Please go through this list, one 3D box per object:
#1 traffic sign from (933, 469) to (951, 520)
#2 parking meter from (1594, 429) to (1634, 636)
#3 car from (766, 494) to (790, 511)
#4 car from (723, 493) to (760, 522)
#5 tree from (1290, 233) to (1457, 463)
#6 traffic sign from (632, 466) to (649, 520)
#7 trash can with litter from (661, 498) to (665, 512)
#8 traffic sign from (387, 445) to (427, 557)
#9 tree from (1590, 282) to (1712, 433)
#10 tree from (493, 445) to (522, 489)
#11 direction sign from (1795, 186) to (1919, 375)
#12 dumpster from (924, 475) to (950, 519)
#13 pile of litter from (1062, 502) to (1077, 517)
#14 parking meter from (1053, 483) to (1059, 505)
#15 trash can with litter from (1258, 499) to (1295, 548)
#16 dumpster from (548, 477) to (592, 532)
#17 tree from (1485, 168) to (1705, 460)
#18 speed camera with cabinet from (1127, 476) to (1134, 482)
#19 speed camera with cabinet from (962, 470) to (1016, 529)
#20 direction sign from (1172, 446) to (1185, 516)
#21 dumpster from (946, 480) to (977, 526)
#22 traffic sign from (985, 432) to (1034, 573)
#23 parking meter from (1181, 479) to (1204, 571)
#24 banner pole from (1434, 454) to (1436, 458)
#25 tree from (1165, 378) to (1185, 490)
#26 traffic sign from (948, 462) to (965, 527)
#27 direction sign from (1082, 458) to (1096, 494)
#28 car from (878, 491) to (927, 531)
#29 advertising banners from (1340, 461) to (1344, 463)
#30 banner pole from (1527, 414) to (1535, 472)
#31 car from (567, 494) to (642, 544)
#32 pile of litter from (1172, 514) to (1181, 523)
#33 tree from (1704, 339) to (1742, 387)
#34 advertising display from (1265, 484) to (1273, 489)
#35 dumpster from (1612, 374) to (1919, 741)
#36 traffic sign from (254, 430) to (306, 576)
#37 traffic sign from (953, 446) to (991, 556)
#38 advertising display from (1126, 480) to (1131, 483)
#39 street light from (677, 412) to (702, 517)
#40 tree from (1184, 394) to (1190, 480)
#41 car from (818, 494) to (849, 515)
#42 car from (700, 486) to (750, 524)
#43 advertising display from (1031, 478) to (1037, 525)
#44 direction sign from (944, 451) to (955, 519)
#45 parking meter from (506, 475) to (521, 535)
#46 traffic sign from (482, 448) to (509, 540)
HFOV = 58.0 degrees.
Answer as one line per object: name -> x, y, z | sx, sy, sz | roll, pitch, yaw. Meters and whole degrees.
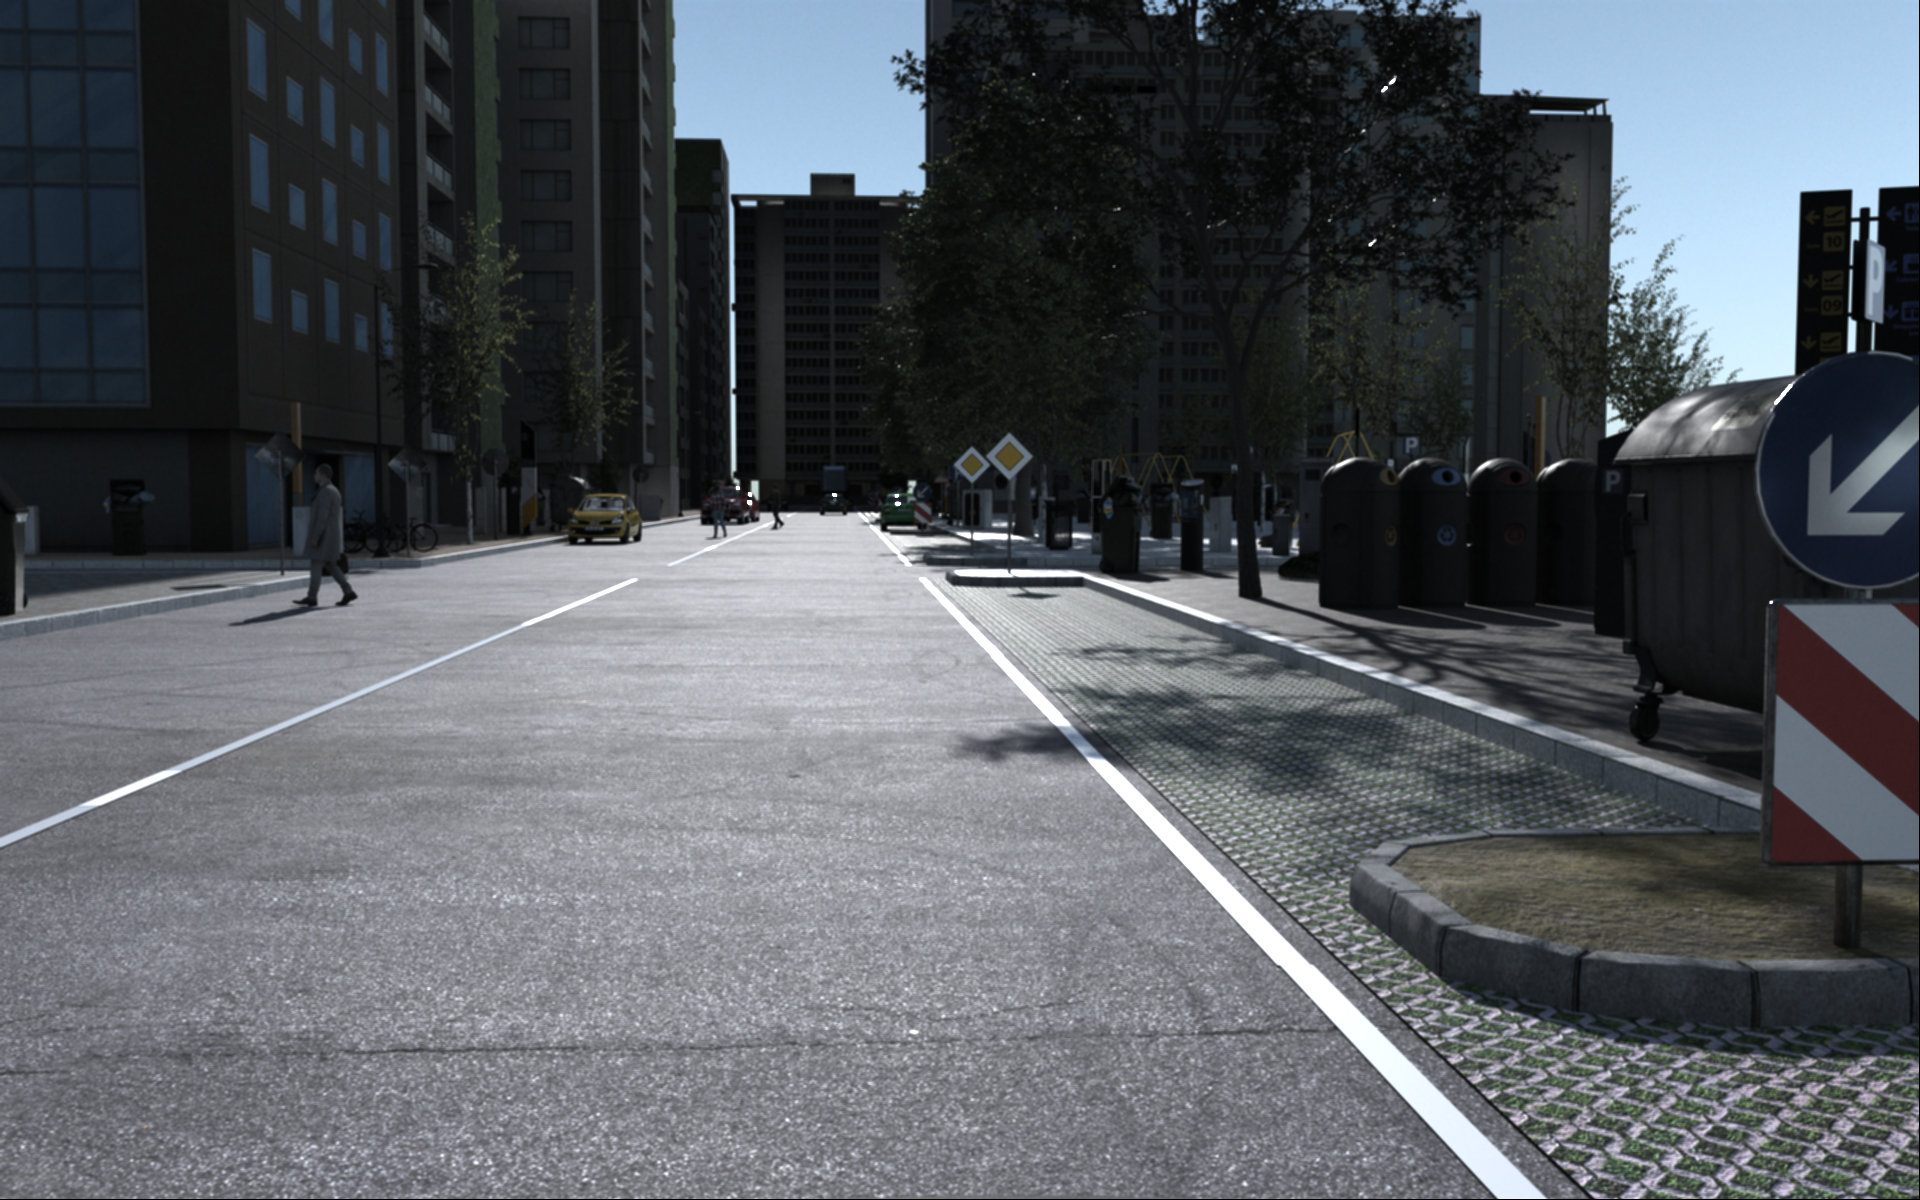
traffic sign -> -0.899, -5.188, 84.829 | 0.884, 2.594, 0.081 | 0, 4, 1
parking meter -> 5.998, -0.614, 15.754 | 0.255, 1.863, 0.399 | -2, 4, -31
car -> -15.581, -8.457, 148.050 | 2.009, 1.686, 4.222 | 0, 4, -6
car -> -11.449, -4.964, 90.199 | 2.155, 1.783, 4.494 | 0, 4, -2
tree -> 11.361, -6.001, 48.477 | 4.360, 8.622, 3.978 | 0, 3, 0
traffic sign -> -14.612, -4.843, 79.282 | 0.768, 2.556, 0.104 | 0, 4, -1
trash can with litter -> -15.021, -4.547, 85.732 | 0.624, 1.170, 1.055 | 0, 4, 2
traffic sign -> -11.221, -1.930, 35.200 | 0.795, 2.450, 0.064 | 0, 4, -4
tree -> 24.110, -6.772, 61.084 | 4.737, 8.622, 4.395 | 0, 3, 0
tree -> -17.466, -4.504, 68.248 | 1.663, 3.219, 1.824 | 0, 3, 0
direction sign -> 6.715, -1.281, 12.949 | 0.876, 3.537, 0.379 | 1, 4, 18
dumpster -> -1.262, -5.278, 88.790 | 1.502, 2.255, 1.985 | 0, 4, -4
pile of litter -> 6.233, -5.243, 99.681 | 1.176, 0.858, 1.719 | 1, 4, 18
parking meter -> 5.148, -5.353, 93.239 | 0.255, 1.863, 0.399 | -1, 4, -8
trash can with litter -> 7.525, -1.837, 41.427 | 0.624, 1.170, 1.055 | -2, 4, -30
dumpster -> -13.339, -3.268, 59.188 | 1.264, 1.857, 1.865 | 0, 4, -4
tree -> 14.308, -5.483, 40.003 | 4.360, 8.622, 3.978 | 0, 3, 0
speed camera with cabinet -> 7.970, -5.788, 88.965 | 2.038, 3.252, 0.660 | -2, 4, -33
speed camera with cabinet -> 1.071, -4.208, 63.141 | 2.038, 3.252, 0.660 | 2, 4, 34
direction sign -> 10.421, -5.540, 82.578 | 0.379, 3.537, 0.876 | -2, 4, -33
dumpster -> 0.098, -3.982, 70.860 | 1.264, 1.857, 1.865 | 0, 4, -4
traffic sign -> 0.795, -1.490, 27.998 | 0.795, 2.450, 0.064 | 0, 4, -4
parking meter -> 3.901, -1.265, 29.089 | 0.372, 1.533, 0.369 | 0, 3, 0
banner pole -> 29.473, -7.242, 108.423 | 0.863, 3.779, 0.401 | 2, 4, 26
tree -> 13.785, -9.449, 104.848 | 4.737, 8.622, 4.395 | 0, 3, 0
traffic sign -> -0.082, -4.146, 67.895 | 0.768, 2.556, 0.104 | 0, 4, 5
direction sign -> 8.027, -7.068, 107.565 | 0.876, 3.537, 0.379 | 1, 4, 18
car -> -2.256, -3.646, 68.405 | 1.959, 1.807, 4.718 | 0, 4, -3
advertising banners -> 20.375, -5.772, 90.568 | 0.090, 3.025, 2.074 | -1, 4, -18
banner pole -> 18.000, -3.931, 54.291 | 0.401, 3.779, 0.863 | -2, 4, -31
car -> -10.495, -2.508, 51.235 | 2.015, 1.641, 3.980 | 0, 4, -2
pile of litter -> 9.541, -3.929, 78.211 | 1.719, 0.858, 1.176 | 0, 4, 1
tree -> 27.484, -7.123, 66.825 | 4.360, 8.622, 3.978 | 0, 3, 0
advertising display -> 19.605, -6.489, 111.308 | 0.974, 1.923, 0.123 | 0, 4, -8
dumpster -> 4.111, -0.155, 8.288 | 1.264, 1.857, 1.865 | 0, 4, -4
traffic sign -> -10.674, -1.443, 27.233 | 0.795, 2.450, 0.064 | 0, 4, -4
traffic sign -> 0.247, -1.977, 35.964 | 0.795, 2.450, 0.064 | 0, 4, -4
advertising display -> 7.625, -4.538, 79.402 | 0.123, 1.923, 0.974 | -1, 4, -18
street light -> -15.359, -7.701, 98.455 | 1.470, 5.913, 1.316 | 0, 4, -4
tree -> 15.175, -8.701, 92.623 | 4.737, 8.622, 4.395 | 0, 3, 0
car -> -8.757, -6.619, 120.024 | 2.131, 1.459, 4.920 | 0, 4, -3
car -> -11.307, -4.582, 83.596 | 2.281, 1.827, 5.304 | 0, 4, -2
advertising display -> 2.731, -4.018, 70.914 | 0.974, 1.923, 0.123 | -3, 4, -36
direction sign -> -0.551, -6.019, 90.403 | 0.379, 3.537, 0.876 | -3, 5, -41
parking meter -> -13.991, -2.970, 54.275 | 0.399, 1.863, 0.255 | -3, 4, -37
traffic sign -> -12.920, -2.939, 48.158 | 0.768, 2.556, 0.104 | 0, 4, 1
